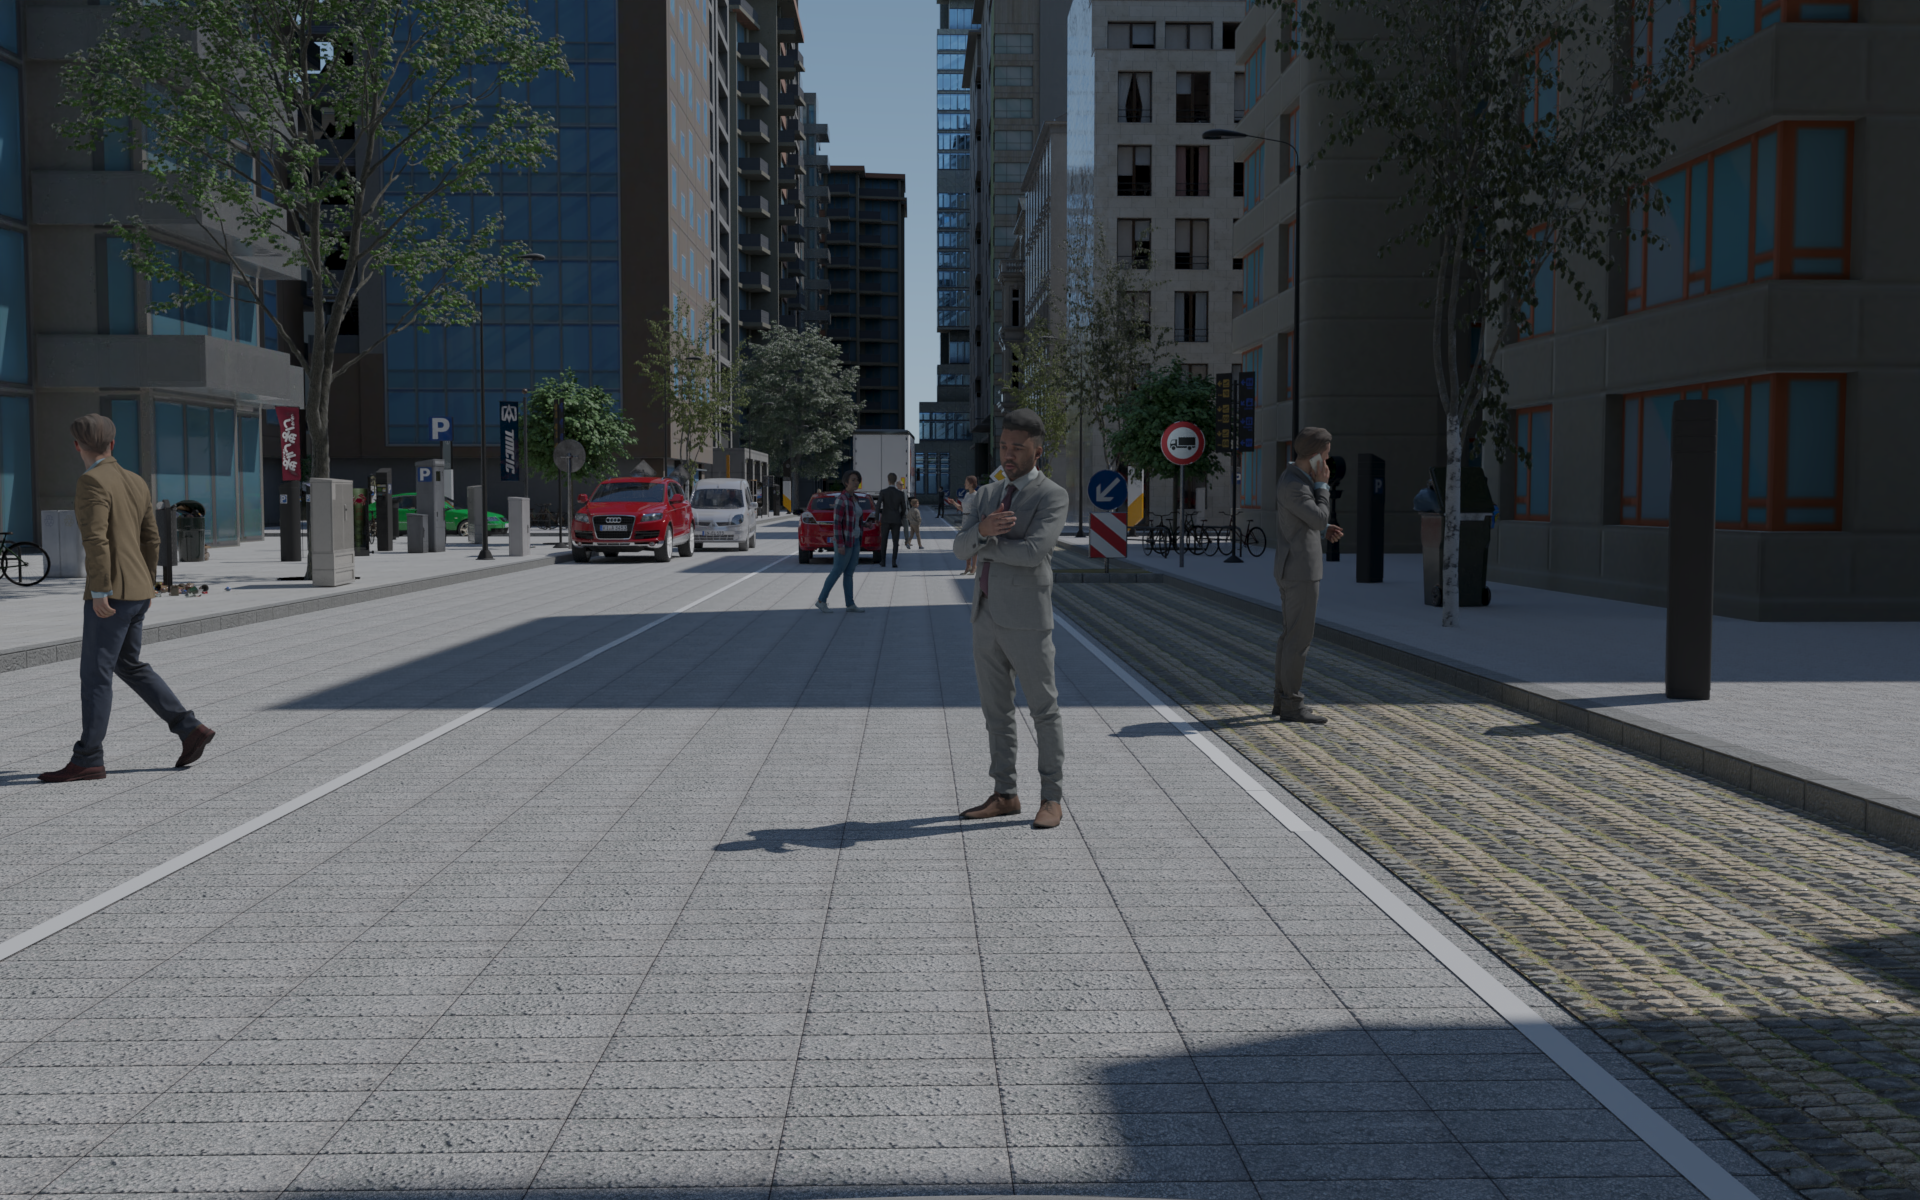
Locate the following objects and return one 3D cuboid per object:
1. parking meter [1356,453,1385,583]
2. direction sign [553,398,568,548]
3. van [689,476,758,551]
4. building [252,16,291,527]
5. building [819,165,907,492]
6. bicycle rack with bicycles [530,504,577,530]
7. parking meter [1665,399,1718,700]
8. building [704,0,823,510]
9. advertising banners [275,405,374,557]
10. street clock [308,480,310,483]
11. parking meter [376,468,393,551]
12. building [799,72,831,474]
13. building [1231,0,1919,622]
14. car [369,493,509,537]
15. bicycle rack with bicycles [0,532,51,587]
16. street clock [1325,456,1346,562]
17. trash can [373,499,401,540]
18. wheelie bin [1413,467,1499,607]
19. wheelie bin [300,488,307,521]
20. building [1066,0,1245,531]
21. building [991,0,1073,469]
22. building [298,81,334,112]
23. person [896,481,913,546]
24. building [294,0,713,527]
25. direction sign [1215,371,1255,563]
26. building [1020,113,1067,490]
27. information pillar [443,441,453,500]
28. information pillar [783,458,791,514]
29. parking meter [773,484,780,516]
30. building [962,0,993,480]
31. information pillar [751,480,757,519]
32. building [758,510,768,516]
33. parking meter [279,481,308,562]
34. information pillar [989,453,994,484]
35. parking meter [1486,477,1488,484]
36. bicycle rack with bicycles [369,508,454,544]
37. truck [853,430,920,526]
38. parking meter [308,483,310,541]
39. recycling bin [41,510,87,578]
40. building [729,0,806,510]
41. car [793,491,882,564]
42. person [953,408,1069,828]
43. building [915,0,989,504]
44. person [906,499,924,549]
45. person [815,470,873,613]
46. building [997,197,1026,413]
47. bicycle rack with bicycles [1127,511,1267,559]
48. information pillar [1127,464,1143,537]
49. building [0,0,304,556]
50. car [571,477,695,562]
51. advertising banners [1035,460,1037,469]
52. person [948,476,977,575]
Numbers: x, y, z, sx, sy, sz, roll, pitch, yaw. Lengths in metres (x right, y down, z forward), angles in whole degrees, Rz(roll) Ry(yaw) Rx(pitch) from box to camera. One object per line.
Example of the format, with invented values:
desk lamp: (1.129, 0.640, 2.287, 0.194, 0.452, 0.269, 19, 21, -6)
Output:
parking meter: (5.944, -1.183, 25.057, 0.399, 1.863, 0.255, -3, 5, -43)
direction sign: (-9.497, -3.003, 41.093, 0.379, 3.537, 0.876, -2, 4, -27)
van: (-6.184, -2.300, 44.620, 2.013, 2.044, 4.112, 0, 4, -3)
building: (-33.549, -25.371, 64.932, 14.200, 45.320, 14.600, 0, 4, -2)
building: (-21.365, -35.092, 228.376, 28.867, 44.769, 22.147, 0, 4, -2)
bicycle rack with bicycles: (-14.968, -3.022, 62.797, 2.925, 0.926, 2.852, 2, 4, 30)
parking meter: (4.612, -0.319, 10.928, 0.255, 1.863, 0.399, 1, 4, 20)
building: (-24.232, -44.857, 171.660, 20.563, 71.187, 20.611, 0, 4, -2)
advertising banners: (-12.832, -2.374, 35.004, 0.090, 3.025, 2.074, 3, 5, 40)
street clock: (-31.951, -4.952, 85.530, 0.471, 2.002, 0.358, 2, 4, 35)
parking meter: (-12.945, -2.032, 38.941, 0.255, 1.863, 0.399, 0, 3, 0)
building: (-30.134, -35.263, 196.152, 30.456, 49.044, 23.786, 0, 4, -2)
building: (21.428, -11.404, 31.491, 27.650, 21.520, 28.899, 0, 4, -2)
car: (-16.252, -2.711, 53.113, 4.718, 1.807, 1.959, 0, 4, -2)
bicycle rack with bicycles: (-14.122, -0.645, 23.931, 2.925, 0.926, 2.852, -1, 4, -10)
street clock: (7.097, -1.732, 32.896, 0.358, 2.002, 0.471, -1, 4, -22)
trash can: (-16.053, -2.257, 48.561, 0.748, 1.137, 0.748, 0, 3, 0)
wheelie bin: (5.652, -0.732, 19.878, 0.980, 1.594, 0.693, -1, 4, -9)
wheelie bin: (-31.627, -4.610, 83.286, 0.693, 1.594, 0.980, -1, 4, -18)
building: (12.853, -12.850, 64.848, 16.860, 20.320, 10.420, 0, 4, -2)
building: (9.521, -28.250, 145.486, 14.154, 41.232, 14.086, 0, 4, -2)
building: (-74.231, -39.201, 230.168, 27.495, 52.752, 28.713, 0, 4, -2)
person: (-1.589, -2.396, 47.852, 0.661, 1.801, 0.590, -3, 5, -40)
building: (-18.407, -25.895, 73.491, 14.600, 45.320, 14.200, 0, 4, -2)
direction sign: (5.126, -2.467, 32.333, 0.379, 3.537, 0.876, -3, 5, -44)
building: (8.543, -14.716, 89.754, 9.793, 20.994, 18.267, 0, 4, -2)
information pillar: (-17.389, -4.124, 58.782, 0.504, 3.616, 0.183, 2, 4, 33)
information pillar: (-10.973, -7.250, 109.895, 0.504, 3.616, 0.183, 1, 4, 11)
parking meter: (-10.778, -5.873, 101.734, 0.255, 1.863, 0.399, -3, 4, -38)
building: (14.906, -37.050, 195.011, 28.713, 52.752, 27.495, 0, 4, -2)
information pillar: (-10.775, -5.237, 90.117, 0.304, 2.012, 0.304, 2, 4, 32)
building: (-21.883, -40.463, 99.824, 20.563, 71.187, 20.611, 0, 4, -2)
parking meter: (-12.727, -1.498, 32.909, 0.372, 1.533, 0.369, 0, 3, 0)
information pillar: (1.798, -6.596, 99.202, 0.183, 3.616, 0.504, 2, 4, 24)
parking meter: (6.757, -0.883, 22.855, 0.372, 1.533, 0.369, 0, 3, 0)
bicycle rack with bicycles: (-14.416, -1.924, 44.841, 2.852, 0.926, 2.925, -1, 4, -15)
truck: (-3.408, -5.638, 81.094, 2.839, 4.237, 11.283, 0, 4, 0)
parking meter: (-14.722, -1.904, 39.546, 0.372, 1.533, 0.369, 0, 3, 0)
recycling bin: (-13.628, -0.868, 26.753, 0.722, 1.027, 0.722, 1, 4, 15)
building: (-24.616, -30.137, 147.366, 22.147, 44.769, 28.867, 0, 4, -2)
car: (-2.531, -1.721, 37.172, 2.155, 1.783, 4.494, 0, 4, -3)
person: (0.209, 0.071, 7.525, 0.511, 1.800, 0.466, 2, 4, 26)
building: (8.542, -56.011, 228.457, 31.000, 86.520, 22.319, 0, 4, -2)
person: (-1.191, -1.966, 44.919, 0.475, 1.303, 0.640, 2, 4, 35)
person: (-1.396, -0.711, 20.961, 0.643, 1.720, 0.563, 1, 4, 22)
building: (9.810, -18.222, 117.006, 14.460, 24.649, 34.723, 0, 4, -2)
bicycle rack with bicycles: (4.601, -1.373, 35.830, 2.852, 0.926, 2.925, -1, 4, -23)
information pillar: (5.231, -3.690, 51.690, 0.504, 3.616, 0.183, 2, 4, 32)
building: (-31.489, -25.467, 35.993, 30.456, 49.044, 23.786, 0, 4, -2)
car: (-7.096, -1.792, 37.974, 2.281, 1.827, 5.304, 0, 4, 0)
advertising banners: (2.855, -3.997, 61.544, 0.090, 3.025, 2.074, -1, 4, -12)
person: (0.099, -1.320, 30.647, 0.524, 1.755, 0.480, -2, 4, -32)
